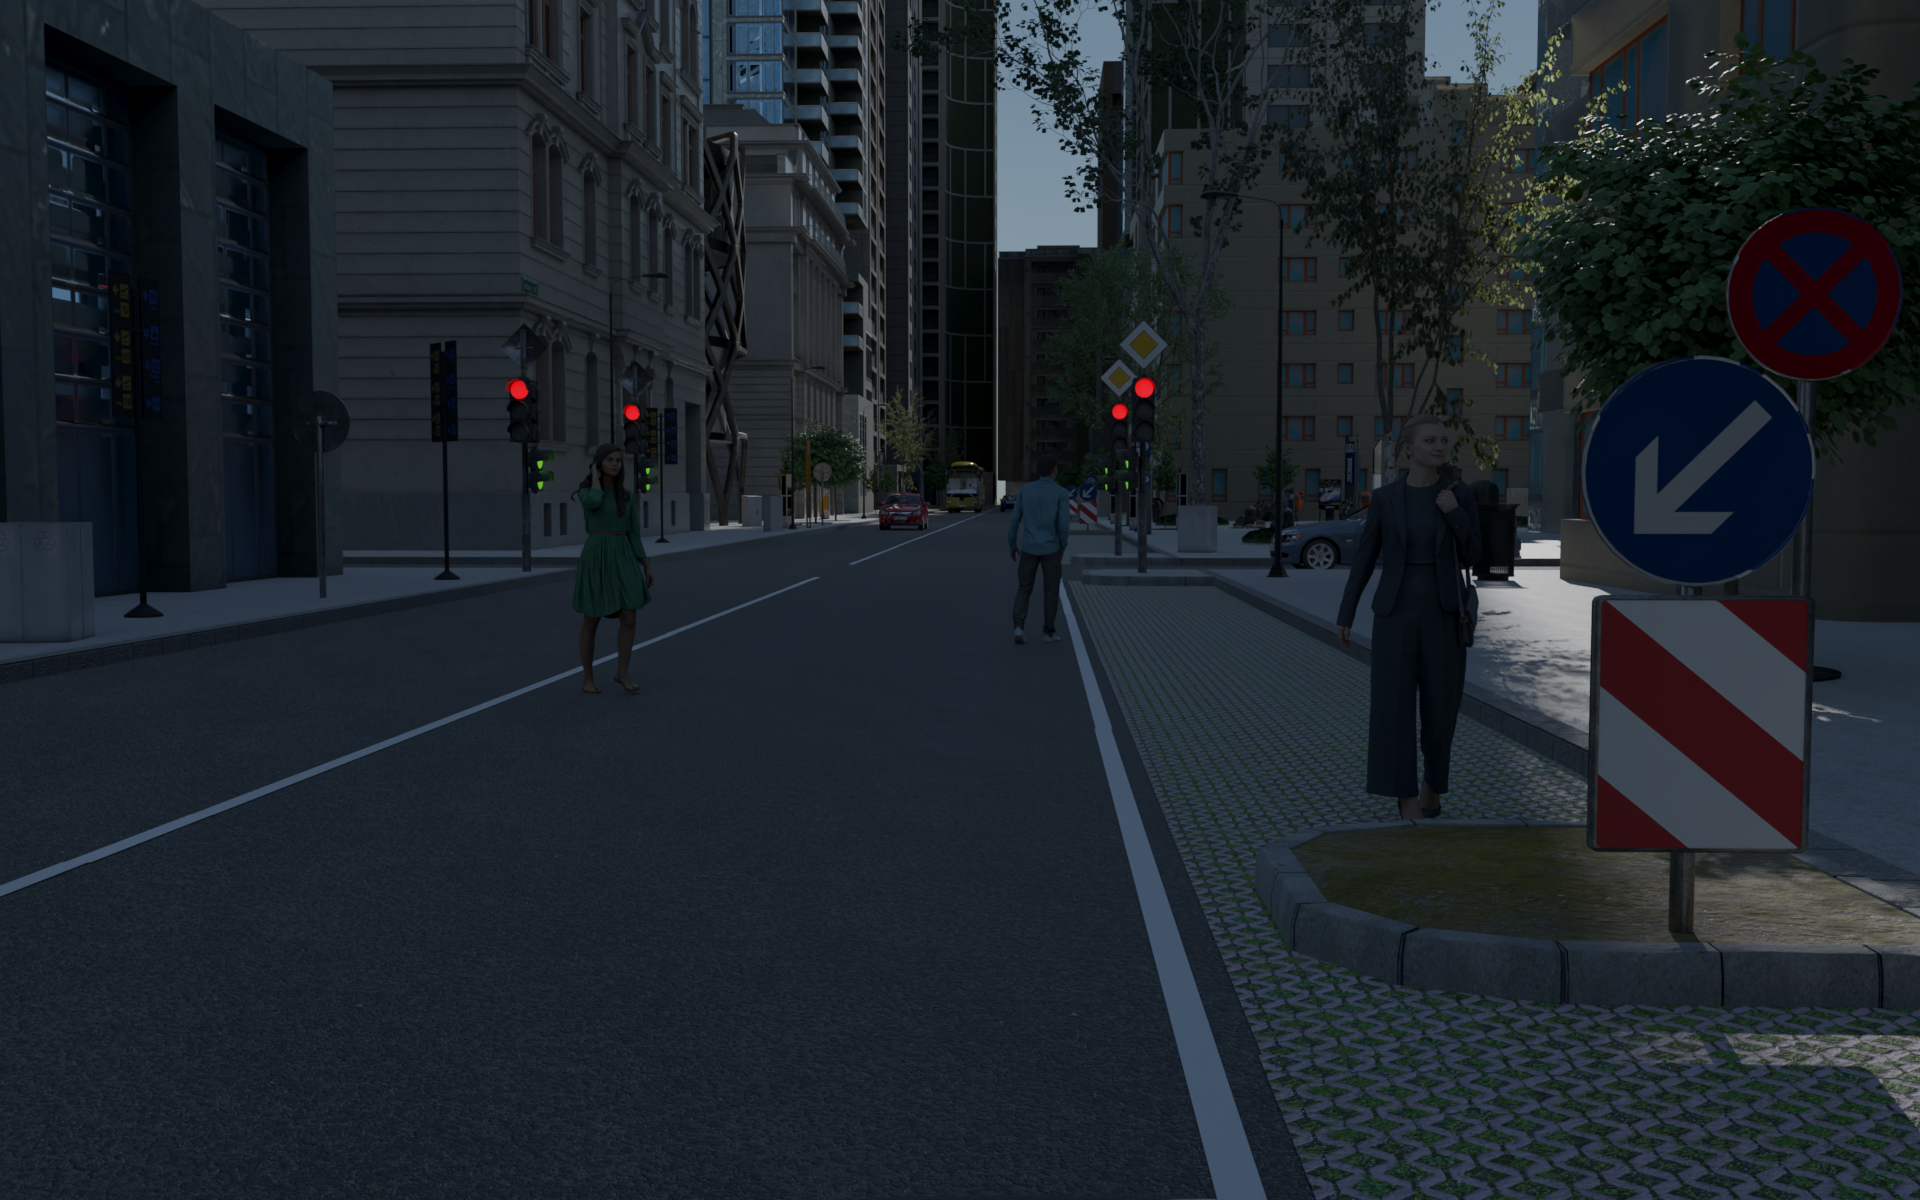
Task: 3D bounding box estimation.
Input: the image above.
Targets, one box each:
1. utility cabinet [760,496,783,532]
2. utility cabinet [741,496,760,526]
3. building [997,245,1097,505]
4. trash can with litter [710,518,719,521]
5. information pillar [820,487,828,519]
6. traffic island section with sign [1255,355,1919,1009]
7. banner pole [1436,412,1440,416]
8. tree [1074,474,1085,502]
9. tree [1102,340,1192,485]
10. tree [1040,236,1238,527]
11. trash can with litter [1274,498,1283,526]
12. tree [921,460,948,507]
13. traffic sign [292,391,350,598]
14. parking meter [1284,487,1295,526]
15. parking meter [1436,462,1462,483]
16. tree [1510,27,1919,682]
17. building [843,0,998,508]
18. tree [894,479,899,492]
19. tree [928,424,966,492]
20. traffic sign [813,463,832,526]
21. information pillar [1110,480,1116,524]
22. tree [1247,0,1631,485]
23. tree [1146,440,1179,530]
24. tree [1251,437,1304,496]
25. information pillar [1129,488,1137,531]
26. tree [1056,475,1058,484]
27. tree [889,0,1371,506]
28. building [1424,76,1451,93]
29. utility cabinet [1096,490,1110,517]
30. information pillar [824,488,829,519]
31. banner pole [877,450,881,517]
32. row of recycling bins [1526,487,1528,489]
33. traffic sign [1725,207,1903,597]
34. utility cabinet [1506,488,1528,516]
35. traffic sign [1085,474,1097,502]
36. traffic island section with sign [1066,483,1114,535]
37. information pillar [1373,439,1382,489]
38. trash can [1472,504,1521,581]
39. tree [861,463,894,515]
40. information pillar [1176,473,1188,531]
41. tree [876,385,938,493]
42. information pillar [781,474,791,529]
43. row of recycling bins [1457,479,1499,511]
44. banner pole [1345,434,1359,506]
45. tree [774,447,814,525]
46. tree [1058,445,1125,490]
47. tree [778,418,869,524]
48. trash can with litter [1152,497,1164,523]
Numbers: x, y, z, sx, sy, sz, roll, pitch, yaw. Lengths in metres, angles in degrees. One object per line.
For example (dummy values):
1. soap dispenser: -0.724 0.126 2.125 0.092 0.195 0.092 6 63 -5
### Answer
1. utility cabinet: -6.419 -2.950 59.387 0.306 1.237 1.020 1 4 19
2. utility cabinet: -8.311 -3.553 69.249 0.306 1.237 1.020 2 4 28
3. building: 11.380 -26.439 203.985 14.107 30.474 14.160 0 4 2
4. trash can with litter: -11.879 -4.346 82.112 1.678 1.210 2.233 1 4 14
5. information pillar: -6.895 -5.879 87.477 0.504 3.616 0.183 3 4 38
6. traffic island section with sign: 2.044 0.176 5.757 1.989 1.847 2.006 0 4 2
7. banner pole: 14.289 -3.819 52.460 0.863 3.779 0.401 -2 4 -34
8. tree: 10.334 -9.308 146.780 1.663 3.219 1.824 0 3 0
9. tree: 8.626 -7.882 79.231 4.737 8.622 4.395 0 3 0
10. tree: 6.915 -8.745 68.734 9.928 11.665 9.643 0 3 0
11. trash can with litter: 9.460 -2.444 51.021 1.678 1.210 2.233 0 4 5
12. tree: -2.075 -11.244 167.547 4.285 4.588 4.351 0 3 0
13. traffic sign: -7.877 -1.299 21.342 0.768 2.556 0.104 1 4 9
14. parking meter: 11.702 -3.249 61.527 0.372 1.533 0.369 0 3 0
15. parking meter: 8.097 -1.419 28.919 0.399 1.863 0.255 2 4 32
16. tree: 5.621 -1.753 12.380 4.285 4.588 4.351 0 3 0
17. building: -5.994 -46.951 205.900 20.611 71.187 20.563 0 4 2
18. tree: -4.707 -7.257 113.253 1.663 3.219 1.824 0 3 0
19. tree: -1.260 -14.094 180.797 4.737 8.622 4.395 0 3 0
20. traffic sign: -5.586 -4.292 70.275 0.768 2.556 0.104 1 4 10
21. information pillar: 6.595 -4.258 74.109 0.304 2.012 0.304 1 4 15
22. tree: 5.501 -4.328 21.130 4.360 8.622 3.978 0 3 0
23. tree: 7.456 -4.145 62.372 1.663 3.219 1.824 0 3 0
24. tree: 10.693 -3.941 59.044 1.663 3.219 1.824 0 3 0
25. information pillar: 6.164 -3.459 61.042 0.304 2.012 0.304 2 4 32
26. tree: 11.753 -12.091 181.403 4.285 4.588 4.351 0 3 0
27. tree: 5.058 -11.568 45.027 12.611 20.169 13.585 0 3 0
28. building: 43.355 -29.072 167.208 23.993 40.220 32.217 0 4 2
29. utility cabinet: 8.090 -5.322 95.696 1.173 1.500 0.318 -2 4 -26
30. information pillar: -6.857 -5.155 88.772 0.304 2.012 0.304 0 4 -7
31. banner pole: -4.636 -6.671 99.085 0.401 3.779 0.863 -1 4 -17
32. row of recycling bins: 27.838 -4.456 79.966 3.534 1.692 1.069 0 4 4
33. traffic sign: 3.800 -0.471 7.800 0.768 2.556 0.104 0 4 3
34. utility cabinet: 22.172 -3.651 68.372 1.173 1.500 0.318 -1 4 -16
35. traffic sign: 8.345 -6.743 110.359 0.768 2.556 0.104 1 4 9
36. traffic island section with sign: 4.369 -3.191 60.793 1.989 1.847 2.006 0 4 2
37. information pillar: 17.626 -5.006 73.201 0.504 3.616 0.183 -3 5 -40
38. trash can: 7.935 -0.862 25.754 0.748 1.137 0.748 0 3 0
39. tree: -5.336 -6.854 106.660 1.663 3.219 1.824 0 3 0
40. information pillar: 7.704 -3.404 60.147 0.304 2.012 0.304 -1 4 -14
41. tree: -3.567 -10.235 117.705 4.360 8.622 3.978 0 3 0
42. information pillar: -6.463 -3.673 64.545 0.304 2.012 0.304 3 4 37
43. row of recycling bins: 13.543 -2.547 48.763 3.534 1.692 1.069 -1 4 -20
44. banner pole: 16.331 -5.016 72.026 0.401 3.779 0.863 -3 5 -41
45. tree: -7.032 -4.671 70.975 1.663 3.219 1.824 0 3 0
46. tree: 9.663 -8.134 116.703 4.285 4.588 4.351 0 3 0
47. tree: -6.142 -5.559 74.605 4.285 4.588 4.351 0 3 0
48. trash can with litter: 8.909 -4.022 77.144 1.055 1.170 0.624 -3 5 -44
